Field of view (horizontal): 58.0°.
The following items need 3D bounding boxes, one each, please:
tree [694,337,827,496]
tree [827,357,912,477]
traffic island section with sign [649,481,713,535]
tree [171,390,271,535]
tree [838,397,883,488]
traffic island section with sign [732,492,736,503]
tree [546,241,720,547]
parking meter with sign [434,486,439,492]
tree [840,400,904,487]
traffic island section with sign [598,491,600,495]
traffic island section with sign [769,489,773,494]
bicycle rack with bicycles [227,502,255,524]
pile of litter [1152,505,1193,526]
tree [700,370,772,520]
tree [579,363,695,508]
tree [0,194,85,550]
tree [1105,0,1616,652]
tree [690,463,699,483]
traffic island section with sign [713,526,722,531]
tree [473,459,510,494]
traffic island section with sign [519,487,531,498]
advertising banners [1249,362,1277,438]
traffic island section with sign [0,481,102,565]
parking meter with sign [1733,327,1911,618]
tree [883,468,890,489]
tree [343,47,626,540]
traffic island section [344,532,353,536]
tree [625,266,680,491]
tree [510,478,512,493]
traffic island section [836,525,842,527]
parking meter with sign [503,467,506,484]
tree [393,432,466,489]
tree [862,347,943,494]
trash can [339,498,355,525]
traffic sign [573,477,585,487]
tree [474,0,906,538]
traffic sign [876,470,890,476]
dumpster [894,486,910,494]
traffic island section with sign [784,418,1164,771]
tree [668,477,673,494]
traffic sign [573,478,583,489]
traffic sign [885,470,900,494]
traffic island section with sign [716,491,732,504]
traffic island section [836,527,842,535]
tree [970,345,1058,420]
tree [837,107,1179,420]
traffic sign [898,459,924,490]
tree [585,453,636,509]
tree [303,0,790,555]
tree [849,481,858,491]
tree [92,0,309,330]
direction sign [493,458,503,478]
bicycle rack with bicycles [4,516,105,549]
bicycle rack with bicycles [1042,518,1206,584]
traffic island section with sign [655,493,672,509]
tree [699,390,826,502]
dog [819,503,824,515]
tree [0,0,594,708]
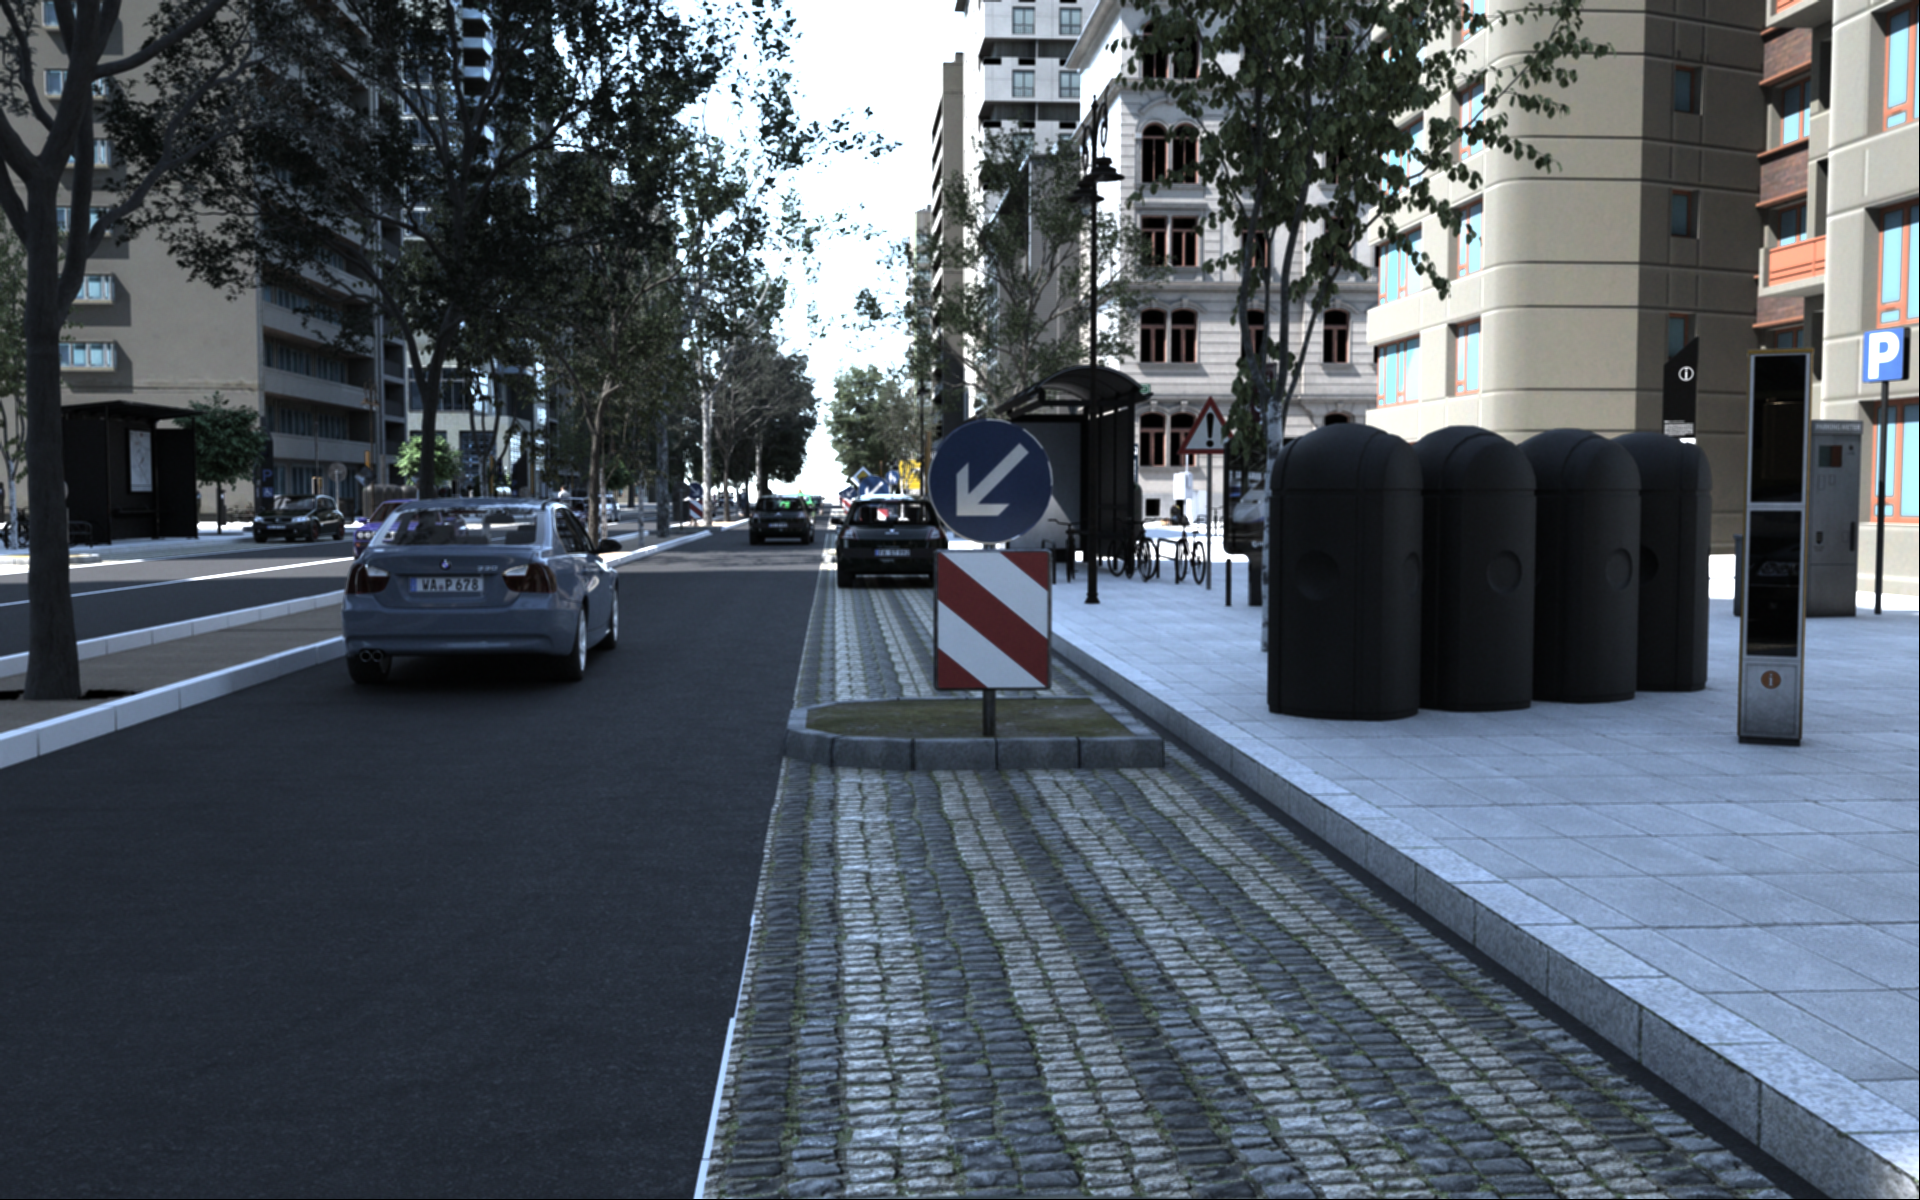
[{"bbox_3d":[-14.598,-13.415,128.447,9.857,13.997,8.962,0,3,0],"label":"tree"},{"bbox_3d":[-8.205,-15.498,160.051,9.857,13.997,8.962,0,3,0],"label":"tree"},{"bbox_3d":[-9.920,-3.248,61.238,2.006,1.907,1.989,0,4,-4],"label":"traffic island section with sign"},{"bbox_3d":[-23.419,-4.335,54.587,4.285,4.588,4.351,0,3,0],"label":"tree"},{"bbox_3d":[-10.630,-17.395,202.536,7.486,12.596,7.792,0,3,0],"label":"tree"},{"bbox_3d":[-36.386,-16.427,277.208,1.989,1.847,2.006,0,4,-4],"label":"traffic island section with sign"},{"bbox_3d":[-8.711,-5.761,47.008,4.737,8.622,4.395,0,3,0],"label":"tree"},{"bbox_3d":[-32.114,-6.651,104.998,1.738,3.016,0.543,3,4,39],"label":"parking meter with sign"},{"bbox_3d":[-6.067,-11.147,132.613,4.737,8.622,4.395,0,3,0],"label":"tree"},{"bbox_3d":[-24.844,-6.685,117.922,1.989,1.847,2.006,0,4,-4],"label":"traffic island section with sign"},{"bbox_3d":[-15.884,-8.283,143.568,2.006,1.907,1.989,0,4,-4],"label":"traffic island section with sign"},{"bbox_3d":[-31.018,-3.853,76.385,2.925,0.926,2.852,0,4,-3],"label":"bicycle rack with bicycles"},{"bbox_3d":[8.554,-3.416,69.824,1.719,0.858,1.176,0,3,0],"label":"pile of litter"},{"bbox_3d":[-12.370,-8.758,96.020,4.360,8.622,3.978,0,3,0],"label":"tree"},{"bbox_3d":[-30.440,-15.466,159.526,9.857,13.997,8.962,0,3,0],"label":"tree"},{"bbox_3d":[-21.996,-5.460,39.641,4.737,8.622,4.395,0,3,0],"label":"tree"},{"bbox_3d":[2.760,-3.891,13.981,4.737,8.622,4.395,0,3,0],"label":"tree"},{"bbox_3d":[-41.334,-23.558,302.185,9.611,12.733,9.660,0,3,0],"label":"tree"},{"bbox_3d":[-10.445,-3.700,68.626,2.006,1.907,1.989,0,4,-4],"label":"traffic island section with sign"},{"bbox_3d":[-25.502,-6.065,93.759,1.663,3.219,1.824,0,3,0],"label":"tree"},{"bbox_3d":[-22.894,-5.040,91.038,1.989,1.847,2.006,0,4,-4],"label":"traffic island section with sign"},{"bbox_3d":[4.499,-1.616,22.615,0.090,3.025,2.074,-3,4,-36],"label":"advertising banners"},{"bbox_3d":[-18.877,-1.649,35.592,1.989,1.847,2.006,0,4,-4],"label":"traffic island section with sign"},{"bbox_3d":[9.007,-1.340,18.174,1.738,3.016,0.543,-1,4,-16],"label":"parking meter with sign"},{"bbox_3d":[-5.298,-8.045,126.131,1.663,3.219,1.824,0,3,0],"label":"tree"},{"bbox_3d":[-7.815,-4.613,28.247,4.360,8.622,3.978,0,3,0],"label":"tree"},{"bbox_3d":[-20.654,-2.321,60.228,2.009,0.180,2.903,0,4,-4],"label":"traffic island section"},{"bbox_3d":[-8.632,-5.436,41.699,4.360,8.622,3.978,0,3,0],"label":"tree"},{"bbox_3d":[-29.894,-7.249,113.123,1.663,3.219,1.824,0,3,0],"label":"tree"},{"bbox_3d":[-3.984,-2.884,69.432,2.009,0.180,2.903,0,4,-4],"label":"traffic island section"},{"bbox_3d":[-28.017,-6.950,109.887,1.738,3.016,0.543,0,4,-6],"label":"parking meter with sign"},{"bbox_3d":[-25.129,-5.993,81.699,4.285,4.588,4.351,0,3,0],"label":"tree"},{"bbox_3d":[-2.860,-8.316,86.327,4.360,8.622,3.978,0,3,0],"label":"tree"},{"bbox_3d":[-25.471,-3.685,71.903,0.748,1.137,0.748,0,3,0],"label":"trash can"},{"bbox_3d":[-29.151,-8.105,132.524,0.884,2.594,0.081,0,4,-1],"label":"traffic sign"},{"bbox_3d":[-8.459,-12.056,55.454,12.611,20.169,13.585,0,3,0],"label":"tree"},{"bbox_3d":[-5.734,-9.014,141.258,2.265,3.308,0.079,0,4,-1],"label":"traffic sign"},{"bbox_3d":[-3.239,-6.255,104.760,1.502,2.255,1.985,0,4,-4],"label":"dumpster"},{"bbox_3d":[0.002,-0.076,9.870,1.989,1.847,2.006,0,4,-4],"label":"traffic island section with sign"},{"bbox_3d":[-33.117,-12.402,197.374,1.663,3.219,1.824,0,3,0],"label":"tree"},{"bbox_3d":[-29.765,-8.246,134.933,0.768,2.556,0.104,0,4,-2],"label":"traffic sign"},{"bbox_3d":[-3.571,-5.593,91.549,0.768,2.556,0.104,0,4,-3],"label":"traffic sign"},{"bbox_3d":[-34.425,-14.783,250.324,1.989,1.847,2.006,0,4,-4],"label":"traffic island section with sign"},{"bbox_3d":[-3.407,-2.397,61.468,2.009,0.180,2.903,0,4,-4],"label":"traffic island section"},{"bbox_3d":[2.581,-8.259,85.398,4.360,8.622,3.978,0,3,0],"label":"tree"},{"bbox_3d":[1.027,-6.629,42.803,8.767,10.594,7.601,0,4,3],"label":"tree"},{"bbox_3d":[-2.440,-6.492,100.012,2.265,3.308,0.079,0,4,3],"label":"traffic sign"},{"bbox_3d":[-29.829,-10.160,149.833,4.285,4.588,4.351,0,3,0],"label":"tree"},{"bbox_3d":[-7.700,-6.040,35.622,8.767,10.594,7.601,0,4,-4],"label":"tree"},{"bbox_3d":[-12.355,-14.014,212.839,4.285,4.588,4.351,0,3,0],"label":"tree"},{"bbox_3d":[-7.035,-5.216,22.159,8.767,10.594,7.601,0,4,-4],"label":"tree"},{"bbox_3d":[-29.175,-7.163,109.114,0.876,3.537,0.379,1,4,23],"label":"direction sign"},{"bbox_3d":[-22.135,-1.729,41.658,2.925,0.926,2.852,-2,4,-29],"label":"bicycle rack with bicycles"},{"bbox_3d":[2.310,-0.754,25.717,2.852,0.926,2.925,0,4,-1],"label":"bicycle rack with bicycles"},{"bbox_3d":[-28.463,-9.744,167.936,1.989,1.847,2.006,0,4,-4],"label":"traffic island section with sign"},{"bbox_3d":[-15.556,-13.428,139.014,9.611,12.733,9.660,0,3,0],"label":"tree"},{"bbox_3d":[-9.696,-6.318,120.140,0.513,0.831,0.800,2,4,35],"label":"dog"},{"bbox_3d":[-6.396,-6.057,11.866,12.009,13.543,11.850,0,3,0],"label":"tree"}]
